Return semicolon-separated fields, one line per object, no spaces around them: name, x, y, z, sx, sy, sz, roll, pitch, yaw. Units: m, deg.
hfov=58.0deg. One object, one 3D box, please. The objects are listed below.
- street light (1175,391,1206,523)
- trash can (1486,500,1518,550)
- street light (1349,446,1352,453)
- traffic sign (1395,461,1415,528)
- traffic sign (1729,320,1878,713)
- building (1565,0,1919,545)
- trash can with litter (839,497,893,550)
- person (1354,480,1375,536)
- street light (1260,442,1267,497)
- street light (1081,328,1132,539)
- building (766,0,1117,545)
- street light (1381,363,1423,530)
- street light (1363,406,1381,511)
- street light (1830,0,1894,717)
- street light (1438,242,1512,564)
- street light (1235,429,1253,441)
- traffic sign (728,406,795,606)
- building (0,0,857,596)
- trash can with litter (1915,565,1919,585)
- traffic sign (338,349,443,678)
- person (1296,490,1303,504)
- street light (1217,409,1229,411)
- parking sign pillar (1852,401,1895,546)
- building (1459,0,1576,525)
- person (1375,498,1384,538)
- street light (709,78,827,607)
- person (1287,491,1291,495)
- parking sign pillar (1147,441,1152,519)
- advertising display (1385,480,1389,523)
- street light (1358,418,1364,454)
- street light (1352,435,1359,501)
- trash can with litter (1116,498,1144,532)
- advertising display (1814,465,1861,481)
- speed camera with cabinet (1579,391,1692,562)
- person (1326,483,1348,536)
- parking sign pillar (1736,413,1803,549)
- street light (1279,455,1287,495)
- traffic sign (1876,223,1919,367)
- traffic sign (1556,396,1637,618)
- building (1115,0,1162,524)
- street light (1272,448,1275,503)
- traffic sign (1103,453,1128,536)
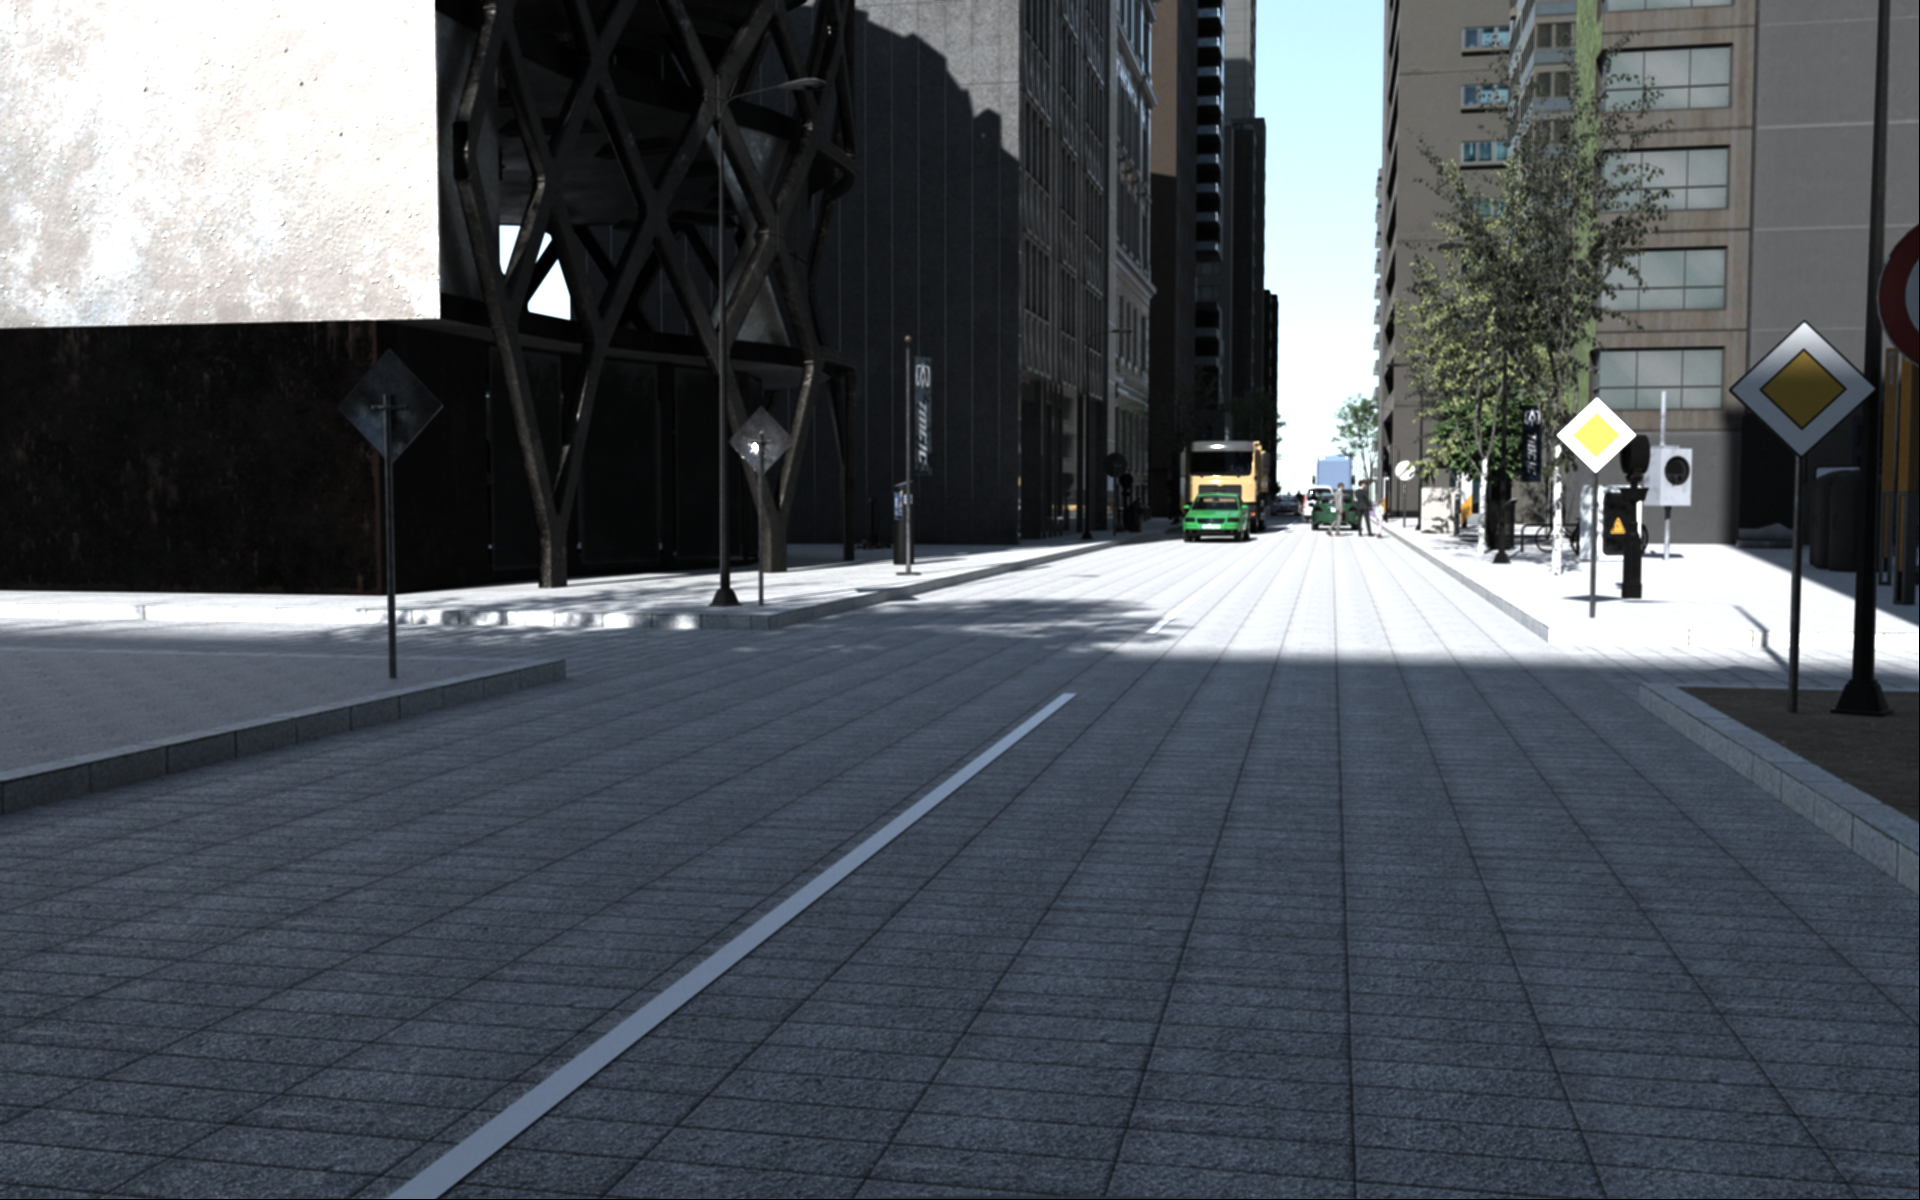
street light;10.350;-6.446;77.931;1.470;5.913;1.316;1;4;12
trash can;12.493;-1.735;40.019;0.748;1.137;0.748;0;3;0
street light;38.083;-11.809;165.611;1.470;5.913;1.316;1;4;12
traffic sign;16.989;-4.039;66.144;0.768;2.556;0.104;1;4;20
traffic sign;4.887;-0.396;10.110;0.795;2.450;0.064;1;4;12
building;24.644;-22.338;48.820;14.154;41.232;14.086;1;4;12
trash can with litter;-2.192;-1.822;40.840;1.678;1.210;2.233;0;4;8
person;13.747;-3.124;58.948;0.648;1.900;0.474;3;5;43
street light;26.462;-11.058;153.342;1.470;5.913;1.316;1;4;12
street light;4.132;-4.665;48.812;1.470;5.913;1.316;1;4;12
building;-2.334;-14.416;53.718;12.078;24.808;19.932;1;4;12
street light;15.828;-5.444;61.553;1.470;5.913;1.316;1;4;12
street light;22.198;-7.269;91.392;1.470;5.913;1.316;1;4;12
street light;4.758;-2.297;10.090;1.470;5.913;1.316;1;4;12
street light;9.500;-3.637;32.008;1.470;5.913;1.316;1;4;12
street light;20.238;-9.266;124.038;1.470;5.913;1.316;1;4;12
traffic sign;-2.280;-0.990;19.827;0.795;2.450;0.064;1;4;12
building;-10.596;-9.973;30.504;16.820;18.784;16.811;1;4;12
trash can with litter;13.819;-0.788;24.276;0.624;1.170;1.055;-2;4;-34
traffic sign;-3.953;-0.512;12.018;0.795;2.450;0.064;1;4;12
person;29.714;-8.734;151.855;0.990;1.755;0.434;3;5;43
street light;13.964;-7.479;94.820;1.470;5.913;1.316;1;4;12
parking sign pillar;22.195;-3.286;42.204;1.447;3.967;1.447;1;4;9
building;37.327;-23.465;75.529;32.217;40.220;23.993;1;4;12
person;13.691;-2.669;56.409;0.394;1.301;0.425;-2;4;-33
street light;-2.172;-2.879;19.620;1.470;5.913;1.316;1;4;12
person;33.938;-10.396;179.001;1.217;1.766;0.721;2;4;35
parking sign pillar;8.973;-6.062;87.590;1.447;3.967;1.447;-1;4;-20
advertising display;19.325;-4.476;78.402;0.123;1.923;0.974;1;4;14
street light;25.192;-8.134;105.536;1.470;5.913;1.316;1;4;12
street light;31.523;-9.937;135.008;1.470;5.913;1.316;1;4;12
trash can with litter;5.680;-2.875;58.393;1.055;1.170;0.624;0;4;6
advertising display;19.672;-2.056;38.835;0.974;1.923;0.123;2;4;33
speed camera with cabinet;12.881;-2.363;32.979;2.038;3.252;0.660;-1;4;-14
person;12.992;-3.101;59.317;0.853;1.813;0.709;-1;4;-15
parking sign pillar;19.347;-3.230;41.277;1.447;3.967;1.447;-3;5;-44
street light;37.612;-14.233;205.244;1.470;5.913;1.316;1;4;12
traffic sign;4.481;-0.466;7.719;0.768;2.556;0.104;1;4;21
traffic sign;6.560;-0.873;17.919;0.795;2.450;0.064;1;4;12
building;0.906;-17.581;73.346;13.634;28.700;20.117;1;4;12
street light;31.325;-12.431;175.783;1.470;5.913;1.316;1;4;12
traffic sign;4.752;-3.244;53.139;0.768;2.556;0.104;1;4;21
